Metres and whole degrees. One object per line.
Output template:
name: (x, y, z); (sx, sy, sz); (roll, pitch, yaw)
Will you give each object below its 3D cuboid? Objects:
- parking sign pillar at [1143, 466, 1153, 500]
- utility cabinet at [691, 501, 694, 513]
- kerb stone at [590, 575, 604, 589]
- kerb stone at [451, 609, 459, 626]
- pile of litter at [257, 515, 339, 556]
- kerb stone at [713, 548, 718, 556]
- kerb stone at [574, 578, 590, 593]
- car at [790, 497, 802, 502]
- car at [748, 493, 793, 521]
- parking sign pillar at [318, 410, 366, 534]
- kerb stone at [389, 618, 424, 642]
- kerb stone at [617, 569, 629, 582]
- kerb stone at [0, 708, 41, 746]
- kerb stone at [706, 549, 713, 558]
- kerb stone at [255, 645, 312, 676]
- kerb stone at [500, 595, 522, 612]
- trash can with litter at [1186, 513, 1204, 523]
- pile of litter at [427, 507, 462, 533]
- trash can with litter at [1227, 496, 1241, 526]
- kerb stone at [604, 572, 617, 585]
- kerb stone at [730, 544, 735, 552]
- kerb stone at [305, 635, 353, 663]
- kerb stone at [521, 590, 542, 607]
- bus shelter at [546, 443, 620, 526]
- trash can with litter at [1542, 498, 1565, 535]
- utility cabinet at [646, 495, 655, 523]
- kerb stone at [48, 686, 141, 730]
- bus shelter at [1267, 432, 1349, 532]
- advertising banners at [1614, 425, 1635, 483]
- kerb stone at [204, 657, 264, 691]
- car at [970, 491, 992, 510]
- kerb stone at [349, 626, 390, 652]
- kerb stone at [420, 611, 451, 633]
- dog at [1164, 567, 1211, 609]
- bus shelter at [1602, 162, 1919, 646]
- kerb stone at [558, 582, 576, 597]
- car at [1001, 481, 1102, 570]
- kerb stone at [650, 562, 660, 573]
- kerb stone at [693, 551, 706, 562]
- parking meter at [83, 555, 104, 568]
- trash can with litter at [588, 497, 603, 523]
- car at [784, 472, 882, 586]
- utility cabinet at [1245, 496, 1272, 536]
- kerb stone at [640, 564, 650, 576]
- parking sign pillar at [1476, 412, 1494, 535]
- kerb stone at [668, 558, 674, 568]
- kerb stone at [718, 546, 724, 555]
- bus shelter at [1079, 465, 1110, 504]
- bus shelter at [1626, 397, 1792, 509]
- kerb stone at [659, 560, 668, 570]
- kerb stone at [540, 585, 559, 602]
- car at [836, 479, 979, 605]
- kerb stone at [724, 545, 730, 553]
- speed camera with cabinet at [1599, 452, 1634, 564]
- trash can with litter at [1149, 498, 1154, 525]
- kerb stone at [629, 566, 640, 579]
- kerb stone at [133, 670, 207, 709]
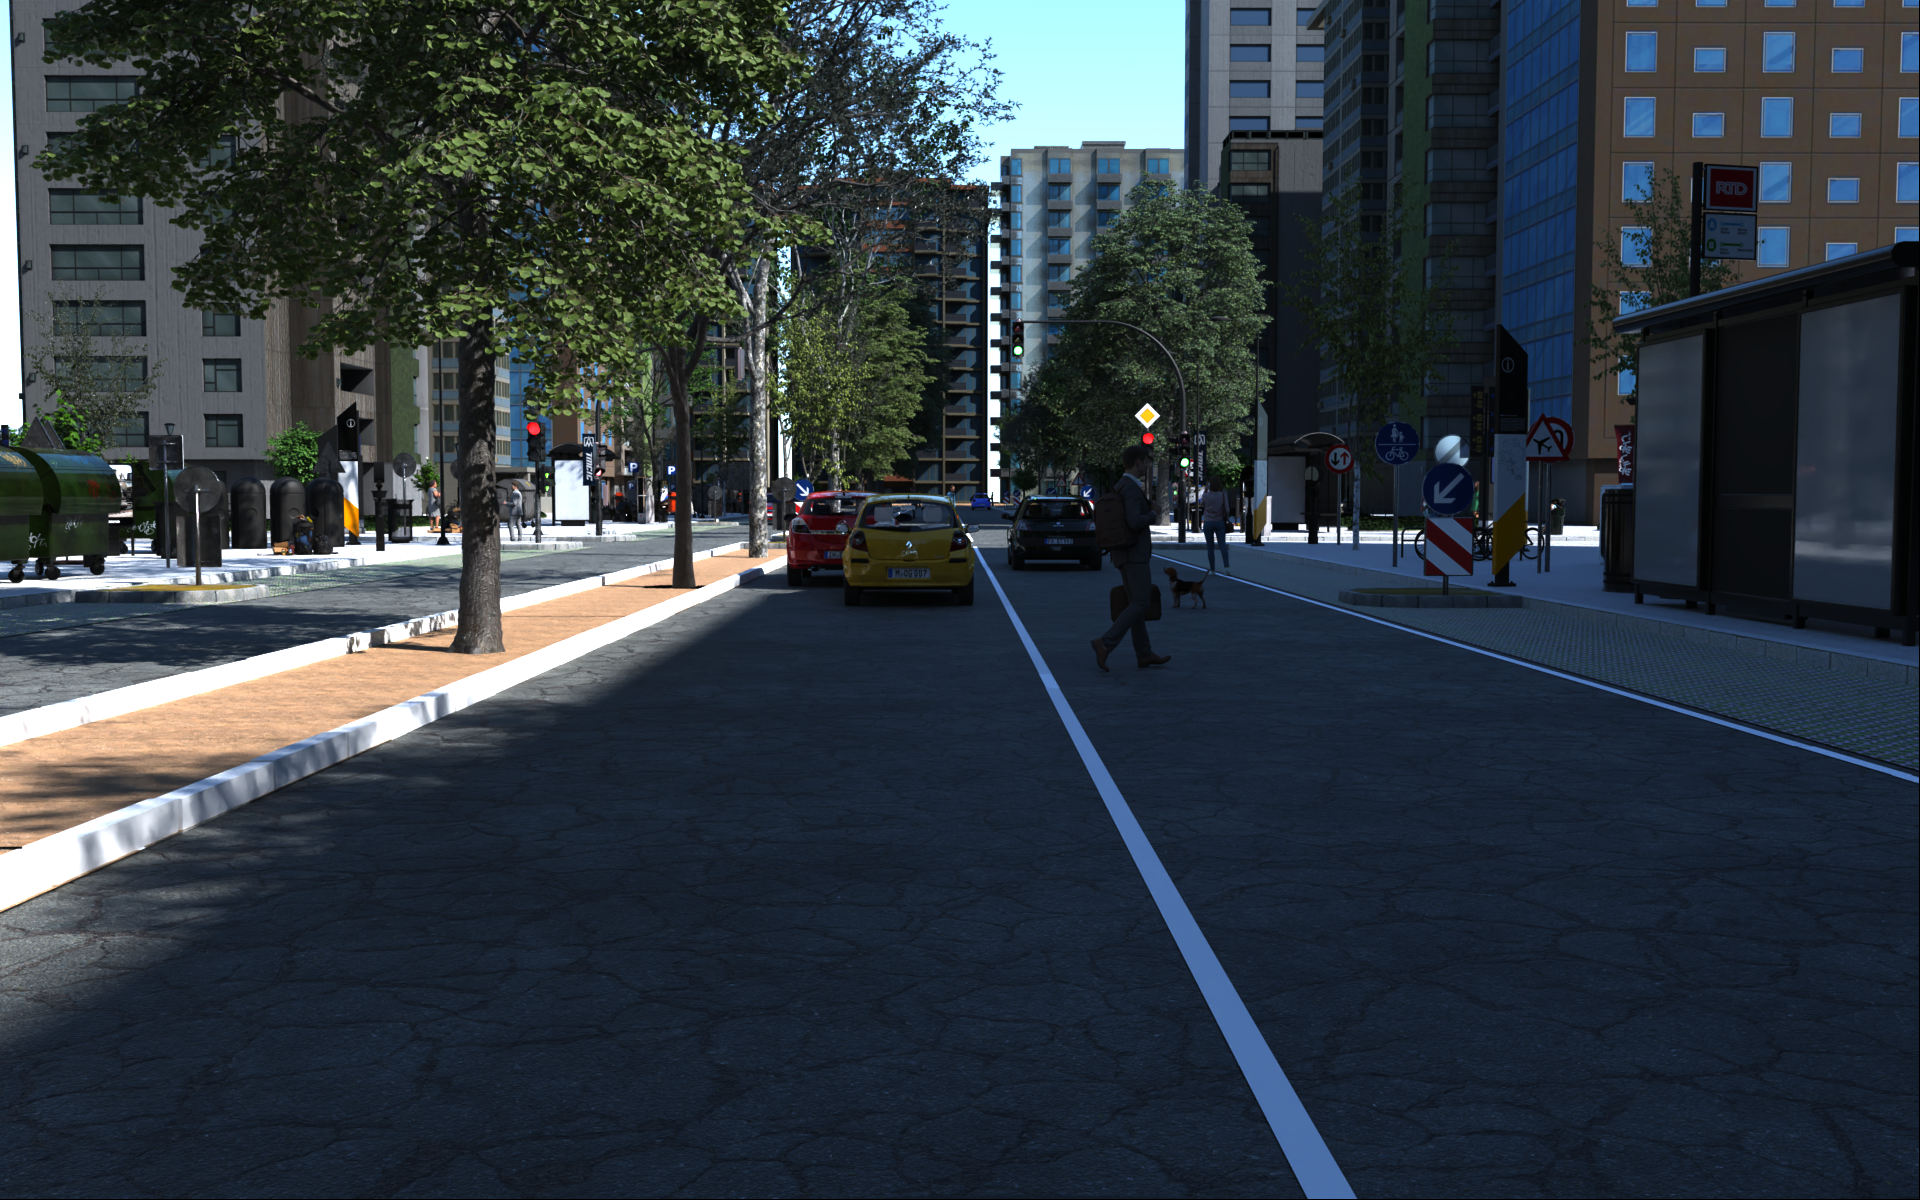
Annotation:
parking sign pillar: (8.291, -5.400, 76.760); (1.447, 3.967, 1.447); (0, 4, 4)
utility cabinet: (-17.893, -6.468, 114.431); (0.318, 1.500, 1.173); (-2, 4, -29)
kerb stone: (-5.603, -0.252, 26.311); (0.120, 0.150, 1.000); (0, 4, 0)
kerb stone: (-5.548, 0.190, 19.131); (0.120, 0.150, 1.000); (0, 4, 0)
pile of litter: (-14.004, -1.383, 36.585); (1.719, 0.858, 1.176); (-2, 4, -26)
kerb stone: (-5.719, -1.063, 39.662); (0.120, 0.150, 1.000); (0, 4, 0)
kerb stone: (-5.600, -0.189, 25.289); (0.120, 0.150, 1.000); (0, 4, 0)
car: (-8.625, -5.211, 94.232); (2.155, 1.783, 4.494); (0, 4, -1)
car: (-8.838, -4.421, 81.324); (2.155, 1.783, 4.494); (0, 3, 0)
parking sign pillar: (-20.001, -4.126, 55.938); (1.447, 3.967, 1.447); (0, 4, -1)
kerb stone: (-5.523, 0.314, 17.087); (0.120, 0.150, 1.000); (0, 4, 0)
kerb stone: (-5.614, -0.372, 28.356); (0.120, 0.150, 1.000); (0, 4, 0)
kerb stone: (-5.472, 0.755, 9.899); (0.120, 0.150, 1.000); (0, 4, 0)
kerb stone: (-5.699, -1.003, 38.640); (0.120, 0.150, 1.000); (0, 4, 0)
kerb stone: (-5.507, 0.501, 14.009); (0.120, 0.150, 1.000); (0, 4, 0)
kerb stone: (-5.571, 0.062, 21.178); (0.120, 0.150, 1.000); (0, 4, 0)
trash can with litter: (10.657, -3.950, 75.637); (2.233, 1.210, 1.678); (1, 4, 15)
pile of litter: (-16.804, -2.631, 56.985); (1.176, 0.858, 1.719); (-3, 5, -44)
trash can with litter: (11.496, -3.570, 69.434); (1.678, 1.210, 2.233); (3, 5, 41)
kerb stone: (-5.606, -0.314, 27.333); (0.120, 0.150, 1.000); (0, 4, 0)
kerb stone: (-5.741, -1.257, 42.754); (0.120, 0.150, 1.000); (0, 4, 0)
kerb stone: (-5.524, 0.438, 15.031); (0.120, 0.150, 1.000); (0, 4, 0)
kerb stone: (-5.567, 0.003, 22.204); (0.120, 0.150, 1.000); (0, 4, 0)
bus shelter: (-15.478, -4.731, 71.277); (2.014, 3.302, 5.546); (0, 4, -1)
trash can with litter: (18.570, -2.637, 54.499); (0.624, 1.170, 1.055); (-1, 4, -13)
utility cabinet: (-13.767, -3.997, 76.507); (0.306, 1.237, 1.020); (0, 4, 4)
kerb stone: (-5.475, 0.690, 10.920); (0.120, 0.150, 1.000); (0, 4, 0)
bus shelter: (11.684, -3.989, 59.148); (2.014, 3.302, 5.546); (0, 4, 0)
advertising banners: (17.460, -2.888, 43.406); (2.074, 3.025, 0.090); (2, 4, 26)
kerb stone: (-5.496, 0.570, 12.979); (0.120, 0.150, 1.000); (0, 4, 0)
car: (1.878, -8.885, 154.866); (1.945, 1.707, 3.694); (0, 4, -1)
kerb stone: (-5.525, 0.377, 16.053); (0.120, 0.150, 1.000); (0, 4, 0)
kerb stone: (-5.548, 0.250, 18.109); (0.120, 0.150, 1.000); (0, 4, 0)
dog: (2.850, -0.152, 21.778); (0.540, 0.507, 0.406); (0, 4, -1)
bus shelter: (8.719, -2.512, 18.705); (2.179, 5.291, 8.768); (0, 4, -1)
kerb stone: (-5.588, -0.126, 24.263); (0.120, 0.150, 1.000); (0, 4, 0)
car: (1.821, -1.479, 33.969); (2.009, 1.686, 4.222); (0, 3, 0)
kerb stone: (-5.645, -0.566, 31.449); (0.120, 0.150, 1.000); (0, 4, 0)
kerb stone: (-5.704, -0.943, 37.612); (0.120, 0.150, 1.000); (0, 4, 0)
parking meter: (-15.217, -1.509, 30.379); (0.255, 1.863, 0.399); (-1, 4, -10)
trash can with litter: (-15.942, -3.914, 75.373); (0.624, 1.170, 1.055); (0, 4, 5)
car: (-1.862, -1.194, 28.557); (2.155, 1.783, 4.494); (0, 4, -2)
utility cabinet: (9.168, -2.577, 53.297); (0.306, 1.237, 1.020); (-2, 4, -24)
kerb stone: (-5.641, -0.503, 30.417); (0.120, 0.150, 1.000); (0, 4, 0)
parking sign pillar: (16.809, -4.007, 53.979); (1.447, 3.967, 1.447); (-2, 4, -29)
kerb stone: (-5.657, -0.690, 33.504); (0.120, 0.150, 1.000); (0, 4, 0)
kerb stone: (-5.722, -1.127, 40.688); (0.120, 0.150, 1.000); (0, 4, 0)
bus shelter: (8.586, -6.916, 107.003); (2.014, 3.302, 5.546); (0, 4, 0)
bus shelter: (12.103, -1.971, 26.145); (2.014, 3.302, 5.546); (0, 4, 0)
kerb stone: (-5.656, -0.629, 32.481); (0.120, 0.150, 1.000); (0, 4, 0)
kerb stone: (-5.584, -0.064, 23.234); (0.120, 0.150, 1.000); (0, 4, 0)
car: (-0.713, -0.827, 23.740); (2.015, 1.641, 3.980); (0, 4, -2)
kerb stone: (-5.726, -1.194, 41.722); (0.120, 0.150, 1.000); (0, 4, 0)
speed camera with cabinet: (11.992, -2.218, 30.602); (0.660, 3.252, 2.038); (0, 4, -2)
trash can with litter: (7.870, -3.668, 71.358); (0.624, 1.170, 1.055); (-2, 4, -24)
kerb stone: (-5.627, -0.440, 29.387); (0.120, 0.150, 1.000); (0, 4, 0)
kerb stone: (-5.486, 0.627, 11.950); (0.120, 0.150, 1.000); (0, 4, 0)
